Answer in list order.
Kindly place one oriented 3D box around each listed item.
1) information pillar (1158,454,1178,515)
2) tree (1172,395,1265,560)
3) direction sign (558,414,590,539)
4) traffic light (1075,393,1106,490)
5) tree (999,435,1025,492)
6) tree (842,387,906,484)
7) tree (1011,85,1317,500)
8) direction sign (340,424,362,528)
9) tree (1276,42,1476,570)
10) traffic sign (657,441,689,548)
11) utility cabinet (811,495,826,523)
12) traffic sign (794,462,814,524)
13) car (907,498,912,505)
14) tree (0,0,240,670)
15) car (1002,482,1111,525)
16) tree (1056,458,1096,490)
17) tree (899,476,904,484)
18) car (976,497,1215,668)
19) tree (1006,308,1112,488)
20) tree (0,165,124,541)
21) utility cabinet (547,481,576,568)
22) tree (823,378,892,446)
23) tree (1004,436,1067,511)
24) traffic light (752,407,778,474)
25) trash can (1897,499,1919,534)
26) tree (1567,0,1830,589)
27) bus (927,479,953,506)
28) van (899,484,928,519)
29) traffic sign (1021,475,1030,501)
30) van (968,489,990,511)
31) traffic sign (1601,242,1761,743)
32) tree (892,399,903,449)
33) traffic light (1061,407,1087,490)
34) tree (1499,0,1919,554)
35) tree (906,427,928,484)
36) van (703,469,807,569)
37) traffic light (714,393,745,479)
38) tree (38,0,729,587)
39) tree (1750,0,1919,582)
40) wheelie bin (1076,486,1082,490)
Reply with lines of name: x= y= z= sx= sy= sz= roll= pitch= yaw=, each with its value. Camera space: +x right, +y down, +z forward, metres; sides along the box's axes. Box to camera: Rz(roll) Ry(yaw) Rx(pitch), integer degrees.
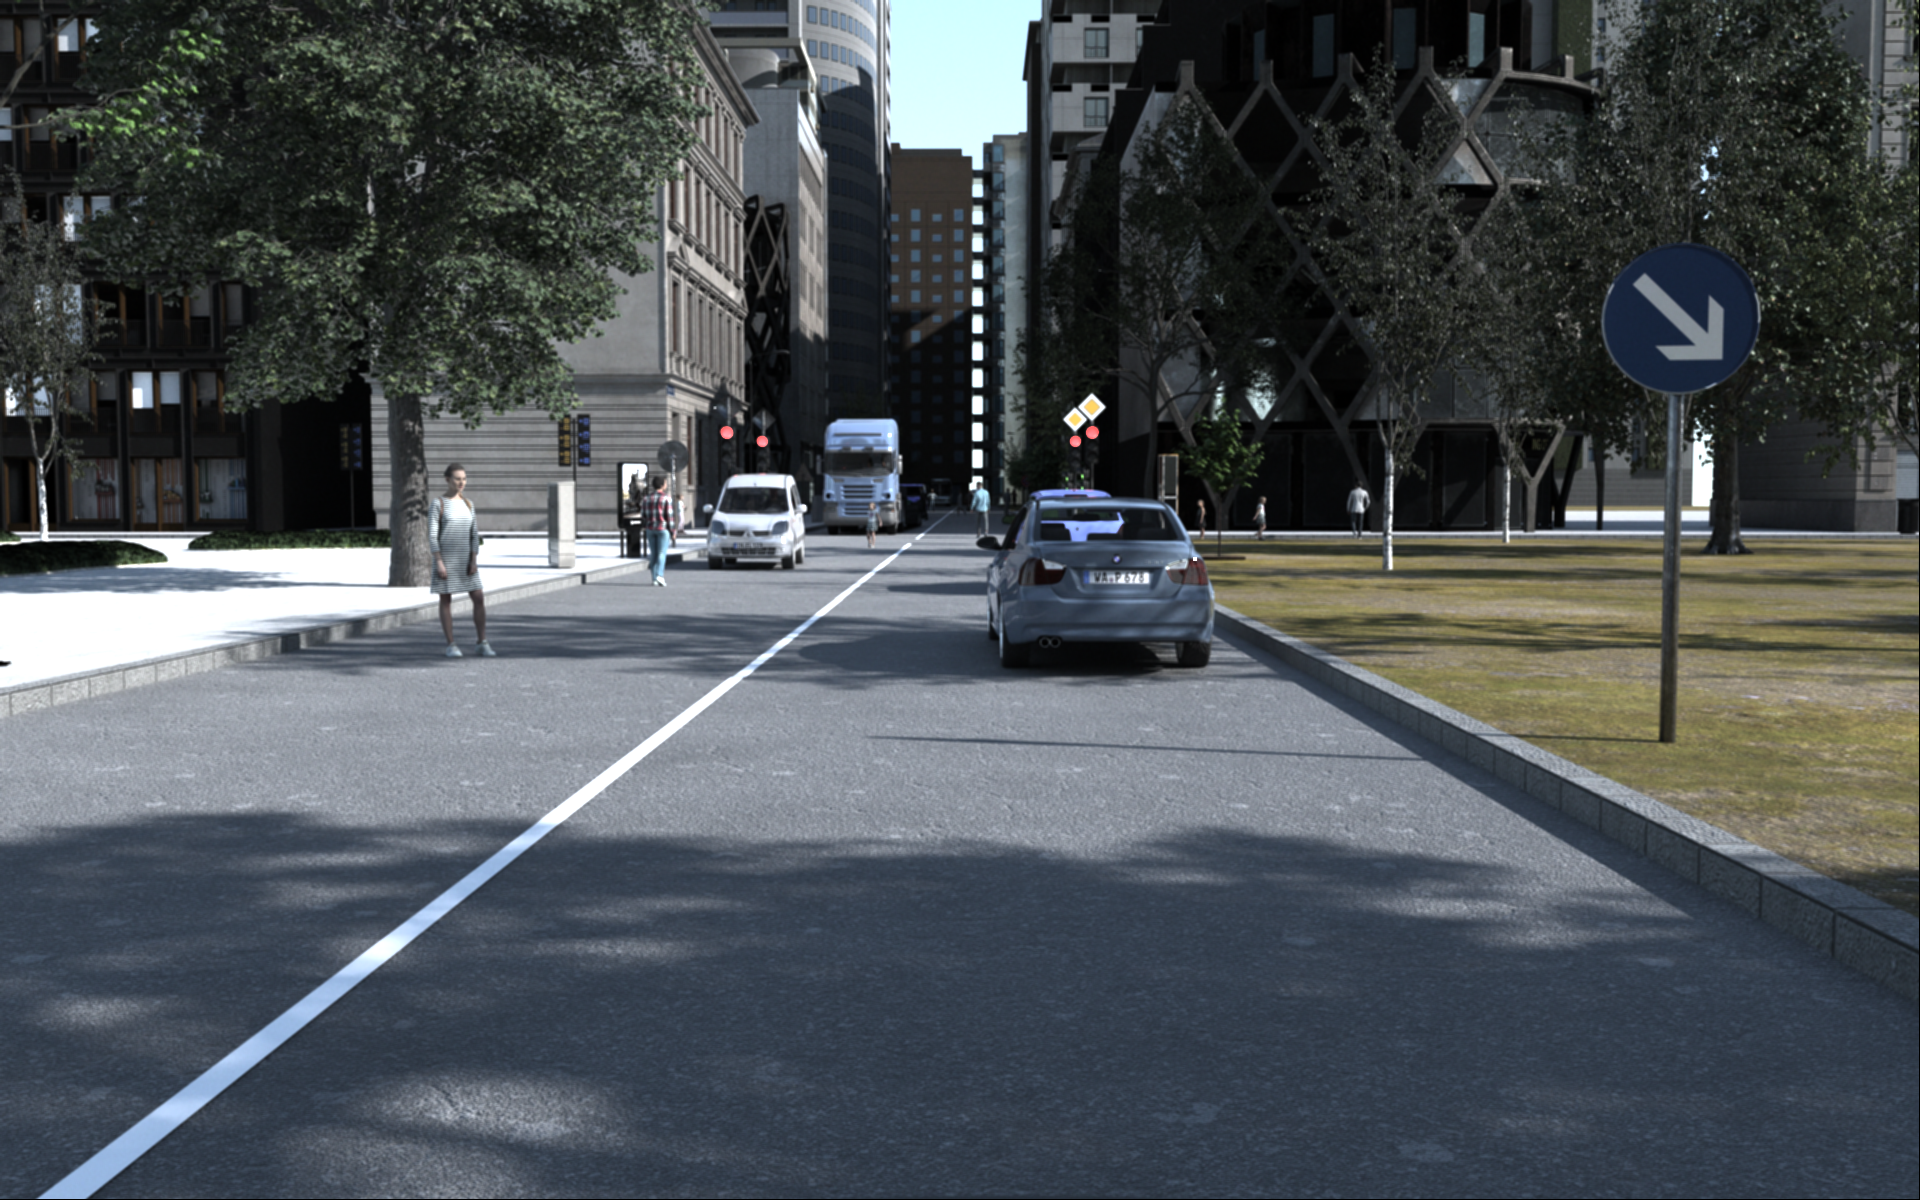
information pillar: x=3.857 y=-1.690 z=32.130 sx=0.304 sy=2.012 sz=0.304 roll=-1 pitch=4 yaw=-9
tree: x=5.218 y=-2.405 z=33.927 sx=1.663 sy=3.219 sz=1.824 roll=0 pitch=3 yaw=0
direction sign: x=-10.927 y=-3.494 z=49.125 sx=0.876 sy=3.537 sz=0.379 roll=-1 pitch=4 yaw=-12
traffic light: x=3.638 y=-3.623 z=48.159 sx=0.839 sy=4.253 sz=0.868 roll=0 pitch=4 yaw=0
tree: x=6.831 y=-15.803 z=208.746 sx=4.360 sy=8.622 sz=3.978 roll=0 pitch=3 yaw=0
tree: x=-6.249 y=-10.203 z=117.184 sx=4.360 sy=8.622 sz=3.978 roll=0 pitch=3 yaw=0
tree: x=4.576 y=-6.420 z=39.372 sx=7.601 sy=10.594 sz=8.767 roll=1 pitch=4 yaw=11
direction sign: x=-19.612 y=-3.904 z=55.831 sx=0.876 sy=3.537 sz=0.379 roll=2 pitch=4 yaw=25
tree: x=7.508 y=-4.820 z=29.175 sx=4.360 sy=8.622 sz=3.978 roll=0 pitch=3 yaw=0
traffic sign: x=-6.825 y=-2.514 z=41.216 sx=0.768 sy=2.556 sz=0.104 roll=0 pitch=4 yaw=3
utility cabinet: x=-6.386 y=-4.105 z=78.273 sx=0.306 sy=1.237 sz=1.020 roll=1 pitch=4 yaw=19
traffic sign: x=-6.404 y=-4.327 z=70.748 sx=0.884 sy=2.594 sz=0.081 roll=1 pitch=4 yaw=9
car: x=-3.552 y=-5.158 z=93.133 sx=1.959 sy=1.807 sz=4.718 roll=0 pitch=4 yaw=1
tree: x=-7.753 y=-5.291 z=12.256 sx=9.928 sy=11.665 sz=9.643 roll=0 pitch=3 yaw=0
car: x=1.615 y=-1.005 z=26.016 sx=1.945 sy=1.707 sz=3.694 roll=0 pitch=4 yaw=-1
tree: x=5.127 y=-5.160 z=78.959 sx=1.663 sy=3.219 sz=1.824 roll=0 pitch=3 yaw=0
tree: x=-5.986 y=-10.713 z=169.762 sx=1.663 sy=3.219 sz=1.824 roll=0 pitch=3 yaw=0
car: x=1.168 y=-0.220 z=15.605 sx=2.014 sy=1.417 sz=4.499 roll=0 pitch=4 yaw=-1
tree: x=4.008 y=-7.162 z=67.462 sx=4.737 sy=8.622 sz=4.395 roll=0 pitch=3 yaw=0
tree: x=-20.512 y=-5.377 z=38.280 sx=4.360 sy=8.622 sz=3.978 roll=0 pitch=3 yaw=0
utility cabinet: x=-6.974 y=-1.319 z=30.251 sx=0.318 sy=1.500 sz=1.173 roll=-1 pitch=4 yaw=-22
tree: x=-6.807 y=-9.776 z=110.197 sx=4.737 sy=8.622 sz=4.395 roll=0 pitch=3 yaw=0
tree: x=4.783 y=-6.865 z=95.955 sx=4.285 sy=4.588 sz=4.351 roll=0 pitch=3 yaw=0
traffic light: x=-6.357 y=-4.116 z=56.211 sx=0.839 sy=4.253 sz=0.868 roll=0 pitch=4 yaw=0
trash can: x=30.422 y=-2.685 z=55.552 sx=0.748 sy=1.137 sz=0.748 roll=0 pitch=3 yaw=0
tree: x=9.364 y=-4.458 z=23.250 sx=4.360 sy=8.622 sz=3.978 roll=0 pitch=3 yaw=0
bus: x=-2.305 y=-12.704 z=202.569 sx=2.948 sy=3.499 sz=13.247 roll=0 pitch=3 yaw=0
van: x=-2.960 y=-5.988 z=102.290 sx=2.240 sy=2.365 sz=5.245 roll=0 pitch=4 yaw=1
traffic sign: x=4.499 y=-7.120 z=116.525 sx=0.768 sy=2.556 sz=0.104 roll=0 pitch=4 yaw=5
van: x=1.511 y=-8.446 z=145.096 sx=2.013 sy=2.044 sz=4.112 roll=0 pitch=4 yaw=-1
traffic sign: x=3.663 y=-0.537 z=8.890 sx=0.768 sy=2.556 sz=0.104 roll=1 pitch=4 yaw=9
tree: x=-6.219 y=-10.648 z=124.452 sx=4.737 sy=8.622 sz=4.395 roll=0 pitch=3 yaw=0
traffic light: x=3.704 y=-4.112 z=56.144 sx=0.839 sy=4.253 sz=0.868 roll=0 pitch=4 yaw=0
tree: x=16.496 y=-7.345 z=37.093 sx=9.611 sy=12.733 sz=9.660 roll=0 pitch=3 yaw=0
tree: x=-5.583 y=-14.181 z=182.218 sx=4.360 sy=8.622 sz=3.978 roll=0 pitch=3 yaw=0
van: x=-4.009 y=-1.672 z=34.356 sx=2.013 sy=2.044 sz=4.112 roll=0 pitch=4 yaw=-1
traffic light: x=-6.423 y=-3.627 z=48.226 sx=0.839 sy=4.253 sz=0.868 roll=0 pitch=4 yaw=0
tree: x=-7.577 y=-7.152 z=23.584 sx=9.857 sy=13.997 sz=8.962 roll=0 pitch=3 yaw=0
tree: x=13.978 y=-4.572 z=25.114 sx=4.737 sy=8.622 sz=4.395 roll=0 pitch=3 yaw=0
wheelie bin: x=4.037 y=-3.171 z=59.749 sx=0.693 sy=1.594 sz=0.980 roll=-2 pitch=4 yaw=-24
